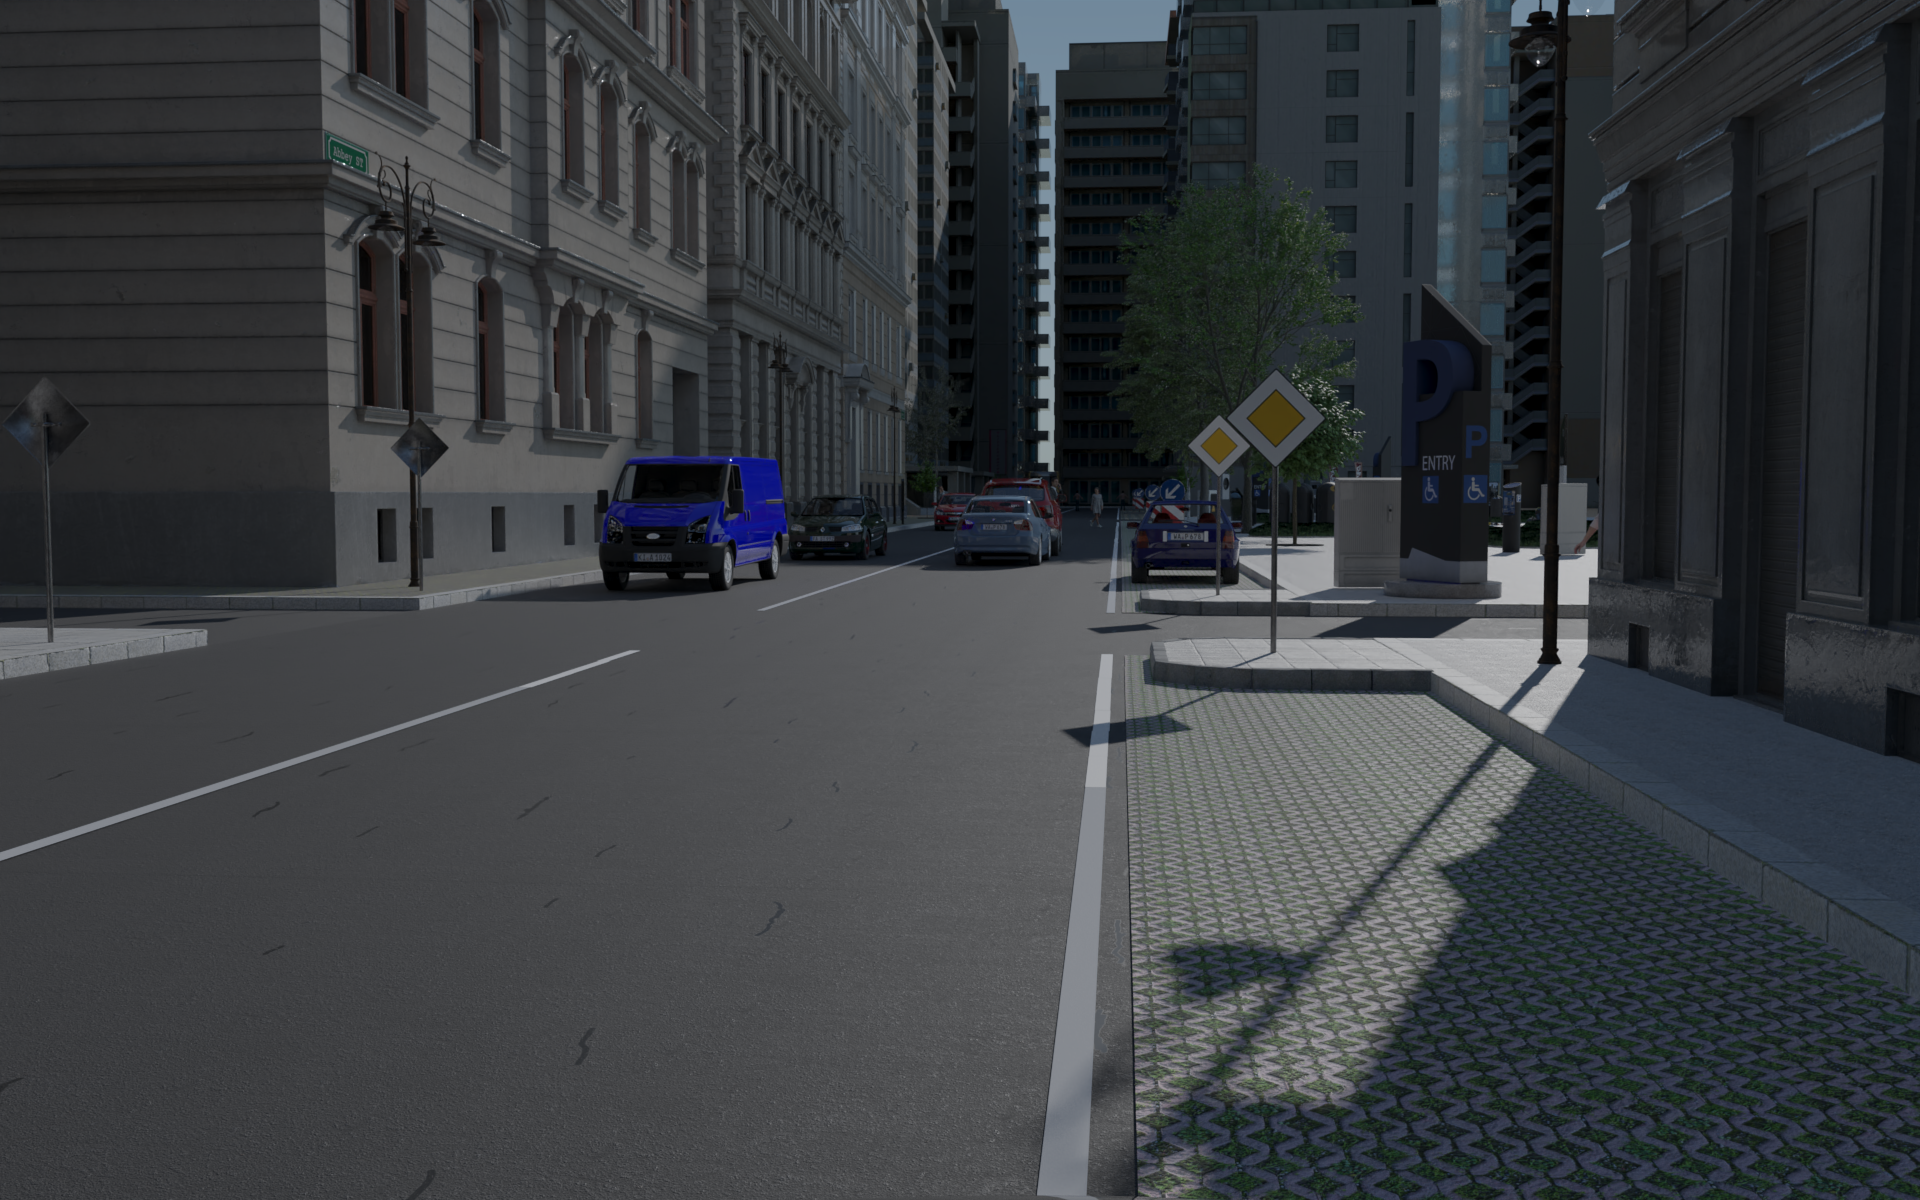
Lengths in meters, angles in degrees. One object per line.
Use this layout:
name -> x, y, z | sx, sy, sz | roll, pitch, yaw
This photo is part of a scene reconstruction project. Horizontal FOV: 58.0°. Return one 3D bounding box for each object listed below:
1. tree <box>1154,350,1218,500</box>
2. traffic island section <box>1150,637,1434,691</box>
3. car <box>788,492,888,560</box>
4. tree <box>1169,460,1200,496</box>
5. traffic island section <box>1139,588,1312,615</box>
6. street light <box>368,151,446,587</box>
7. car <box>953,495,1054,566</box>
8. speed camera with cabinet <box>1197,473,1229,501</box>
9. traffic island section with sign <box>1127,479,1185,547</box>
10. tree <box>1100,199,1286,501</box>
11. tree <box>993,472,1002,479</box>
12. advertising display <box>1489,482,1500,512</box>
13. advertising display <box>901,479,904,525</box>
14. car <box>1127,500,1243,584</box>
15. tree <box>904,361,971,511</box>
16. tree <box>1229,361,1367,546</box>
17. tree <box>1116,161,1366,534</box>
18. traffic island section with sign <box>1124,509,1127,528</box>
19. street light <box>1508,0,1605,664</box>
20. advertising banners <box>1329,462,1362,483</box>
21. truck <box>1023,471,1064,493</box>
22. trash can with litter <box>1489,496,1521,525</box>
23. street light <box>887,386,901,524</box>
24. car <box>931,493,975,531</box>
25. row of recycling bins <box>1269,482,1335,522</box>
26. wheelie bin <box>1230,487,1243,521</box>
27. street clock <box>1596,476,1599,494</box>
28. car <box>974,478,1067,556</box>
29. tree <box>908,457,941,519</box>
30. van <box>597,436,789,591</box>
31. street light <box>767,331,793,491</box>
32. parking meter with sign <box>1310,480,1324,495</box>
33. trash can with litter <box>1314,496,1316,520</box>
tree -> 11.366, -8.281, 85.764 | 4.737, 8.622, 4.395 | 0, 3, 0
traffic island section -> 2.556, 0.505, 14.025 | 2.009, 0.180, 2.903 | 0, 4, 5
car -> -2.716, -1.786, 38.993 | 2.009, 1.686, 4.222 | 0, 4, 6
tree -> 12.524, -6.316, 97.872 | 1.663, 3.219, 1.824 | 0, 3, 0
traffic island section -> 3.291, 0.019, 21.976 | 2.009, 0.180, 2.903 | 0, 4, 5
street light -> -7.561, -3.123, 23.847 | 0.468, 5.910, 1.993 | 0, 4, 5
car -> 0.918, -1.474, 36.105 | 2.014, 1.417, 4.499 | 0, 4, 7
speed camera with cabinet -> 10.941, -4.915, 74.702 | 0.660, 3.252, 2.038 | 2, 4, 34
traffic island section with sign -> 5.570, -2.314, 46.470 | 1.989, 1.847, 2.006 | 0, 4, 5
tree -> 9.182, -9.133, 67.454 | 7.486, 12.596, 7.792 | 0, 3, 0
tree -> 2.935, -9.543, 150.630 | 1.663, 3.219, 1.824 | 0, 3, 0
advertising display -> 27.716, -5.217, 90.513 | 0.123, 1.923, 0.974 | -3, 5, -43
advertising display -> -2.426, -4.169, 73.385 | 0.123, 1.923, 0.974 | 0, 4, -3
car -> 3.743, -0.995, 28.851 | 1.945, 1.354, 3.894 | 0, 4, 7
tree -> -1.605, -8.852, 95.093 | 4.360, 8.622, 3.978 | 0, 3, 0
tree -> 8.305, -3.630, 43.072 | 4.285, 4.588, 4.351 | 0, 3, 0
tree -> 9.155, -7.952, 55.778 | 9.928, 11.665, 9.643 | 0, 3, 0
traffic island section with sign -> 8.071, -3.968, 73.510 | 1.989, 1.847, 2.006 | 0, 4, 5
street light -> 4.466, -2.456, 12.944 | 0.468, 5.910, 1.993 | 0, 4, 5
advertising banners -> 19.449, -5.540, 86.774 | 2.074, 3.025, 0.090 | 1, 4, 10
truck -> 7.299, -9.435, 150.179 | 3.469, 3.379, 9.791 | 0, 4, 3
trash can with litter -> 22.304, -3.668, 71.031 | 1.678, 1.210, 2.233 | -3, 5, -45
street light -> -2.808, -6.199, 74.146 | 0.468, 5.910, 1.993 | 0, 4, 5
car -> -0.034, -3.654, 68.789 | 2.155, 1.783, 4.494 | 0, 4, 3
row of recycling bins -> 13.273, -3.518, 64.629 | 3.534, 1.692, 1.069 | 2, 4, 24
wheelie bin -> 13.255, -4.589, 82.934 | 0.693, 1.594, 0.980 | 0, 4, 2
street clock -> 23.049, -3.519, 62.100 | 0.471, 2.002, 0.358 | 2, 4, 25
car -> 1.419, -2.022, 41.740 | 2.281, 1.827, 5.304 | 0, 4, 4
tree -> -1.724, -5.885, 90.819 | 1.663, 3.219, 1.824 | 0, 3, 0
van -> -4.175, -1.416, 27.544 | 2.240, 2.365, 5.245 | 0, 4, 6
street light -> -5.104, -4.682, 49.336 | 0.468, 5.910, 1.993 | 0, 4, 5
parking meter with sign -> 19.694, -6.078, 95.632 | 1.738, 3.016, 0.543 | 2, 4, 28
trash can with litter -> 18.048, -4.543, 85.334 | 2.233, 1.210, 1.678 | -1, 4, -21
